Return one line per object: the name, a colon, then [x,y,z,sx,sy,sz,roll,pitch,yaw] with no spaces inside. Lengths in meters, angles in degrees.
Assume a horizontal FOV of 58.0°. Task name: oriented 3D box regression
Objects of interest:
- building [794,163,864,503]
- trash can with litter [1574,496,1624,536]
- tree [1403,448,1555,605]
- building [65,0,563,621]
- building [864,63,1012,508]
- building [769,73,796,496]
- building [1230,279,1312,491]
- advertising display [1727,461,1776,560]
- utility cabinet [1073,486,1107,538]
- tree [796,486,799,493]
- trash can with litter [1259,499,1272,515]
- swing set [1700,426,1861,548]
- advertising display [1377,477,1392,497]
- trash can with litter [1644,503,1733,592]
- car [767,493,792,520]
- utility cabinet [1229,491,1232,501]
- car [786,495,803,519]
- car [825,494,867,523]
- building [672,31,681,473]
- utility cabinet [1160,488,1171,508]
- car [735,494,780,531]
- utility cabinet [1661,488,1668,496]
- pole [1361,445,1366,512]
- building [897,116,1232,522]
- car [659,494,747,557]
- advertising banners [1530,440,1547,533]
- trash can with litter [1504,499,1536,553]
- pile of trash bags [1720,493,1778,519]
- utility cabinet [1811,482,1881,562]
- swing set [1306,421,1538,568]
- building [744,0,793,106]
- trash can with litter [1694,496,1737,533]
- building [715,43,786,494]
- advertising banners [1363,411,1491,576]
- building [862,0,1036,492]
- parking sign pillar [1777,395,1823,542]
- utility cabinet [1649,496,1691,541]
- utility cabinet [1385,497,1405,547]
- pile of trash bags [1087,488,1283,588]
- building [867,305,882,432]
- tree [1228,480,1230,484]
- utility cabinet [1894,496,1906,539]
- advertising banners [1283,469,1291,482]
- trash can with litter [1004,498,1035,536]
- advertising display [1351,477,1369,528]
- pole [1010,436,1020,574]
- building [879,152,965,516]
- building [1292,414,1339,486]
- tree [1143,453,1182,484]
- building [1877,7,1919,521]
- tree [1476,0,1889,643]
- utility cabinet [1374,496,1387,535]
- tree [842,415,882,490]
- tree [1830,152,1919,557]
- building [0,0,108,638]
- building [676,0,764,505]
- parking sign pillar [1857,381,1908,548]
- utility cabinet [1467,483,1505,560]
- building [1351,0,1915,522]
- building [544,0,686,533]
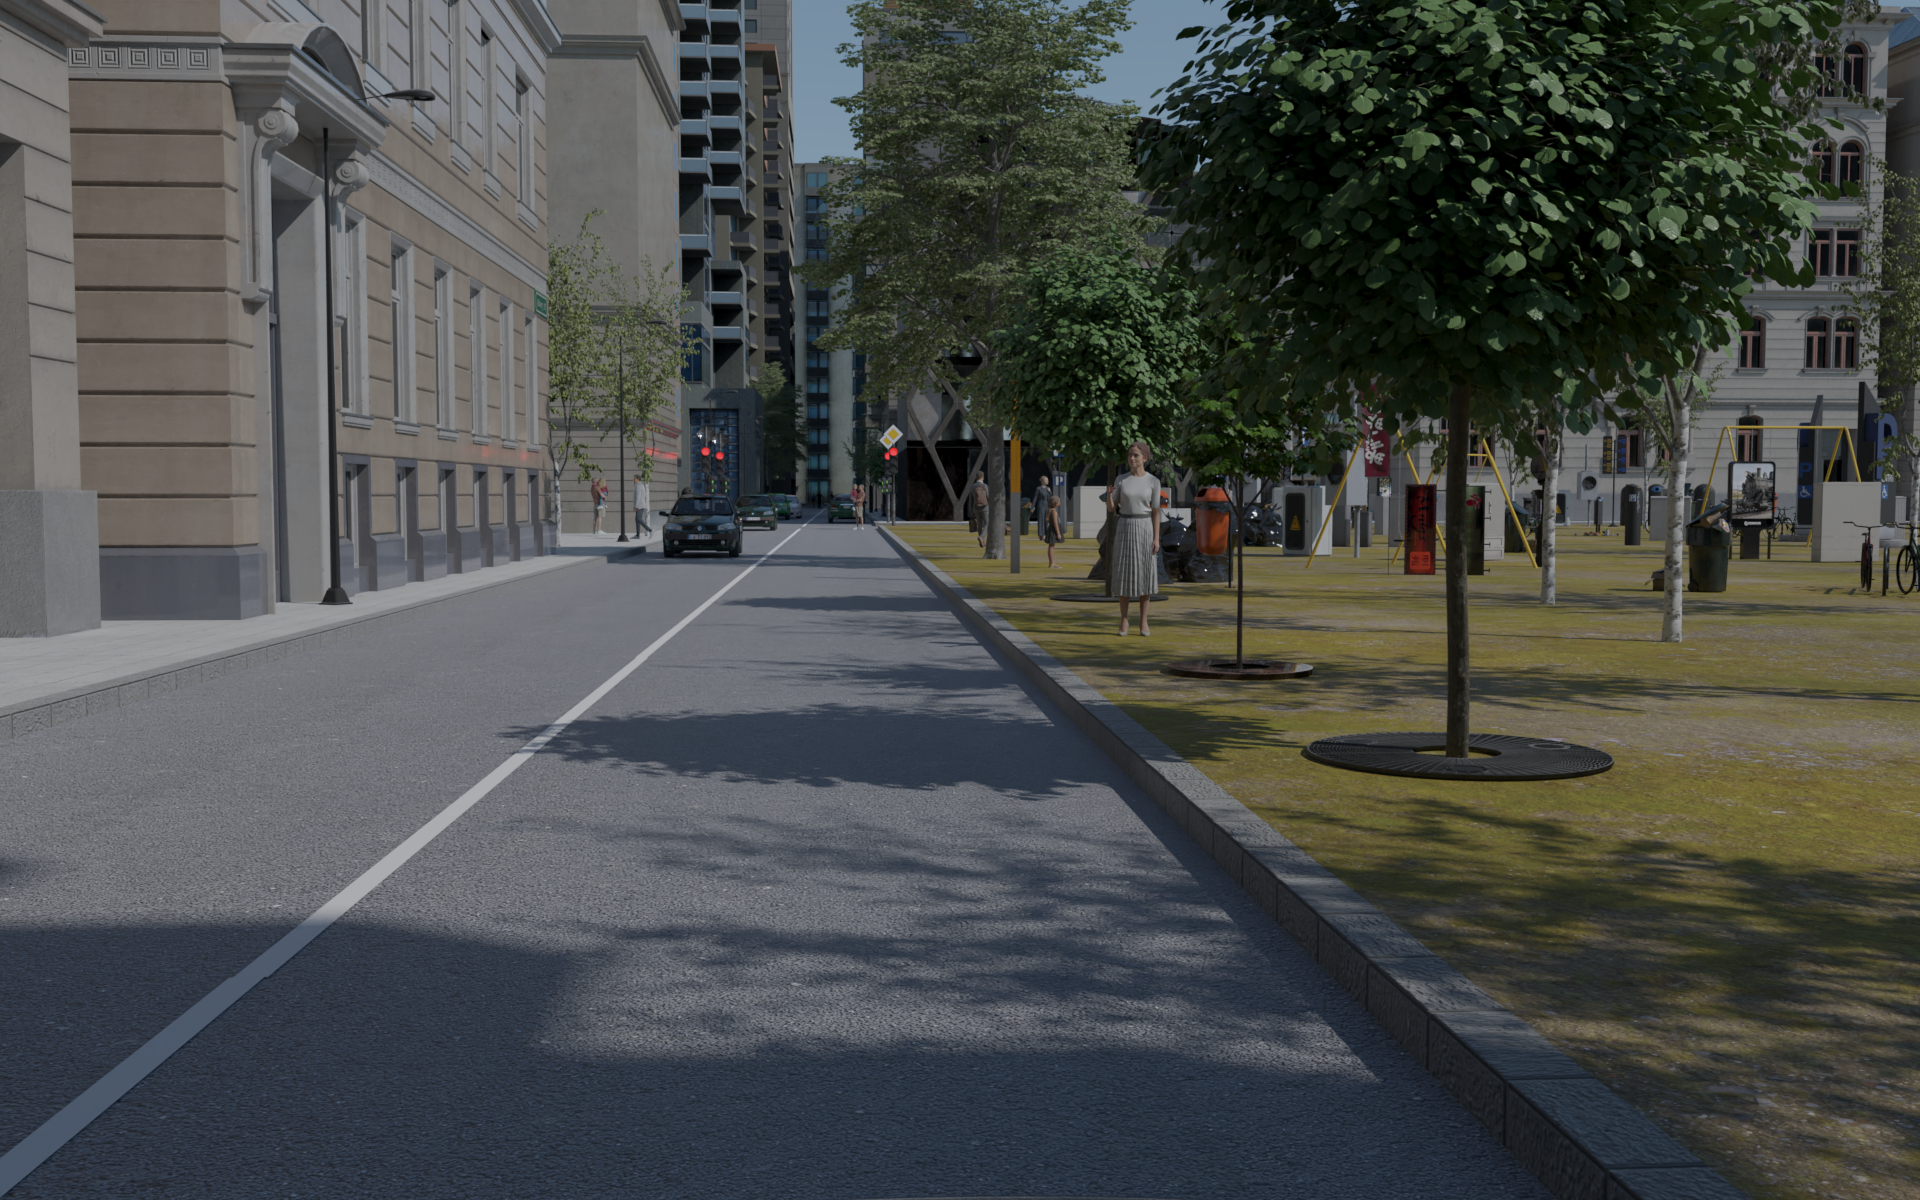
building: [-26.736,-38.386,247.211,30.456,49.044,23.786,0,4,-4]
trash can with litter: [19.902,-2.599,53.543,1.678,1.210,2.233,2,4,28]
tree: [6.833,-4.266,20.117,4.737,8.622,4.395,0,3,0]
building: [-14.171,-14.685,26.006,13.634,28.700,20.117,0,4,-4]
building: [-2.297,-29.654,168.430,14.154,41.232,14.086,0,4,-4]
building: [-29.204,-34.705,191.135,21.300,48.544,21.600,0,4,-4]
building: [29.830,-31.987,214.867,23.993,40.220,32.217,0,4,-4]
advertising display: [15.481,-1.755,33.906,0.974,1.923,0.123,-1,4,-11]
utility cabinet: [3.764,-2.513,49.767,1.173,1.500,0.318,-3,5,-41]
tree: [-19.878,-12.984,206.886,1.663,3.219,1.824,0,3,0]
trash can with litter: [8.241,-2.212,47.558,1.055,1.170,0.624,2,4,33]
swing set: [19.124,-2.591,39.978,3.119,2.851,2.862,0,4,-4]
advertising display: [16.413,-3.781,67.034,0.123,1.923,0.974,3,5,42]
trash can with litter: [9.576,-0.696,22.770,1.055,1.170,0.624,2,4,32]
car: [-10.332,-5.347,96.218,1.959,1.807,4.718,0,4,-5]
utility cabinet: [18.292,-6.675,117.810,1.173,1.500,0.318,-1,4,-23]
car: [-10.279,-5.494,102.194,2.083,1.381,4.827,0,4,-4]
car: [-5.681,-4.568,86.480,2.131,1.459,4.920,0,4,-5]
building: [-21.040,-26.430,82.247,14.600,45.320,14.200,0,4,-4]
utility cabinet: [6.895,-3.237,61.601,1.173,1.500,0.318,1,4,14]
car: [-8.135,-3.604,68.715,2.009,1.686,4.222,0,4,-5]
utility cabinet: [24.410,-3.107,59.472,0.318,1.500,1.173,0,4,1]
pole: [14.309,-4.126,61.298,0.158,3.312,0.155,0,3,0]
building: [5.504,-13.375,86.128,16.811,18.784,16.820,0,4,-4]
car: [-5.983,-1.878,40.488,2.009,1.686,4.222,0,4,-6]
advertising banners: [19.054,-3.721,57.025,0.090,3.025,2.074,0,4,7]
trash can with litter: [12.354,-1.617,37.821,1.055,1.170,0.624,3,5,43]
pile of trash bags: [32.573,-3.814,72.118,3.447,1.369,1.912,-1,4,-18]
utility cabinet: [16.612,-1.456,32.487,1.173,1.500,0.318,0,4,-7]
swing set: [7.898,-1.967,29.778,2.862,2.851,3.119,3,5,45]
building: [-31.296,-47.579,216.160,20.611,71.187,20.563,0,4,-4]
trash can with litter: [25.070,-2.846,57.583,2.233,1.210,1.678,2,4,31]
building: [-28.211,-31.281,166.073,22.147,44.769,28.867,0,4,-4]
advertising banners: [7.312,-1.905,27.340,2.074,3.025,0.090,1,4,10]
building: [-1.434,-41.097,213.928,21.231,58.520,28.212,0,4,-4]
parking sign pillar: [22.883,-3.559,46.666,1.447,3.967,1.447,2,4,34]
utility cabinet: [19.382,-2.208,47.259,1.020,1.237,0.306,2,4,24]
utility cabinet: [10.847,-1.866,41.669,1.020,1.237,0.306,2,4,35]
pile of trash bags: [3.141,-0.930,24.965,1.912,1.369,3.447,-1,4,-13]
building: [-0.040,-19.390,136.113,14.460,24.649,34.723,0,4,-4]
tree: [11.355,-7.133,66.987,4.737,8.622,4.395,0,3,0]
utility cabinet: [26.197,-2.318,49.064,1.020,1.237,0.306,0,4,6]
advertising banners: [17.026,-5.993,94.175,2.074,3.025,0.090,1,4,14]
trash can with litter: [1.744,-2.580,53.564,1.055,1.170,0.624,-3,4,-36]
advertising display: [15.067,-3.704,65.774,0.974,1.923,0.123,-1,4,-18]
pole: [0.893,-2.083,27.904,0.158,3.312,0.155,0,3,0]
building: [-0.089,-15.851,108.309,9.793,20.994,18.267,0,4,-4]
building: [52.520,-36.602,222.141,21.600,48.544,21.300,0,4,-4]
tree: [5.891,-6.600,58.275,4.360,8.622,3.978,0,3,0]
building: [56.537,-17.740,87.307,25.104,27.353,12.463,0,4,-4]
tree: [6.183,-3.954,15.015,4.360,8.622,3.978,0,3,0]
utility cabinet: [13.429,-2.679,54.971,0.306,1.237,1.020,0,4,-1]
tree: [-8.312,-12.605,156.448,4.737,8.622,4.395,0,3,0]
tree: [19.646,-5.184,35.123,4.737,8.622,4.395,0,3,0]
building: [-13.666,-13.261,4.201,14.401,28.519,23.554,0,4,-4]
building: [-24.654,-49.250,117.905,22.319,86.520,31.000,0,4,-4]
parking sign pillar: [22.149,-3.264,41.843,1.447,3.967,1.447,-3,5,-39]
utility cabinet: [10.009,-1.505,33.291,1.173,1.500,0.318,-3,4,-39]
building: [31.980,-18.310,86.758,23.554,28.519,14.401,0,4,-4]
building: [-27.688,-14.835,61.630,34.723,24.649,14.460,0,4,-4]
